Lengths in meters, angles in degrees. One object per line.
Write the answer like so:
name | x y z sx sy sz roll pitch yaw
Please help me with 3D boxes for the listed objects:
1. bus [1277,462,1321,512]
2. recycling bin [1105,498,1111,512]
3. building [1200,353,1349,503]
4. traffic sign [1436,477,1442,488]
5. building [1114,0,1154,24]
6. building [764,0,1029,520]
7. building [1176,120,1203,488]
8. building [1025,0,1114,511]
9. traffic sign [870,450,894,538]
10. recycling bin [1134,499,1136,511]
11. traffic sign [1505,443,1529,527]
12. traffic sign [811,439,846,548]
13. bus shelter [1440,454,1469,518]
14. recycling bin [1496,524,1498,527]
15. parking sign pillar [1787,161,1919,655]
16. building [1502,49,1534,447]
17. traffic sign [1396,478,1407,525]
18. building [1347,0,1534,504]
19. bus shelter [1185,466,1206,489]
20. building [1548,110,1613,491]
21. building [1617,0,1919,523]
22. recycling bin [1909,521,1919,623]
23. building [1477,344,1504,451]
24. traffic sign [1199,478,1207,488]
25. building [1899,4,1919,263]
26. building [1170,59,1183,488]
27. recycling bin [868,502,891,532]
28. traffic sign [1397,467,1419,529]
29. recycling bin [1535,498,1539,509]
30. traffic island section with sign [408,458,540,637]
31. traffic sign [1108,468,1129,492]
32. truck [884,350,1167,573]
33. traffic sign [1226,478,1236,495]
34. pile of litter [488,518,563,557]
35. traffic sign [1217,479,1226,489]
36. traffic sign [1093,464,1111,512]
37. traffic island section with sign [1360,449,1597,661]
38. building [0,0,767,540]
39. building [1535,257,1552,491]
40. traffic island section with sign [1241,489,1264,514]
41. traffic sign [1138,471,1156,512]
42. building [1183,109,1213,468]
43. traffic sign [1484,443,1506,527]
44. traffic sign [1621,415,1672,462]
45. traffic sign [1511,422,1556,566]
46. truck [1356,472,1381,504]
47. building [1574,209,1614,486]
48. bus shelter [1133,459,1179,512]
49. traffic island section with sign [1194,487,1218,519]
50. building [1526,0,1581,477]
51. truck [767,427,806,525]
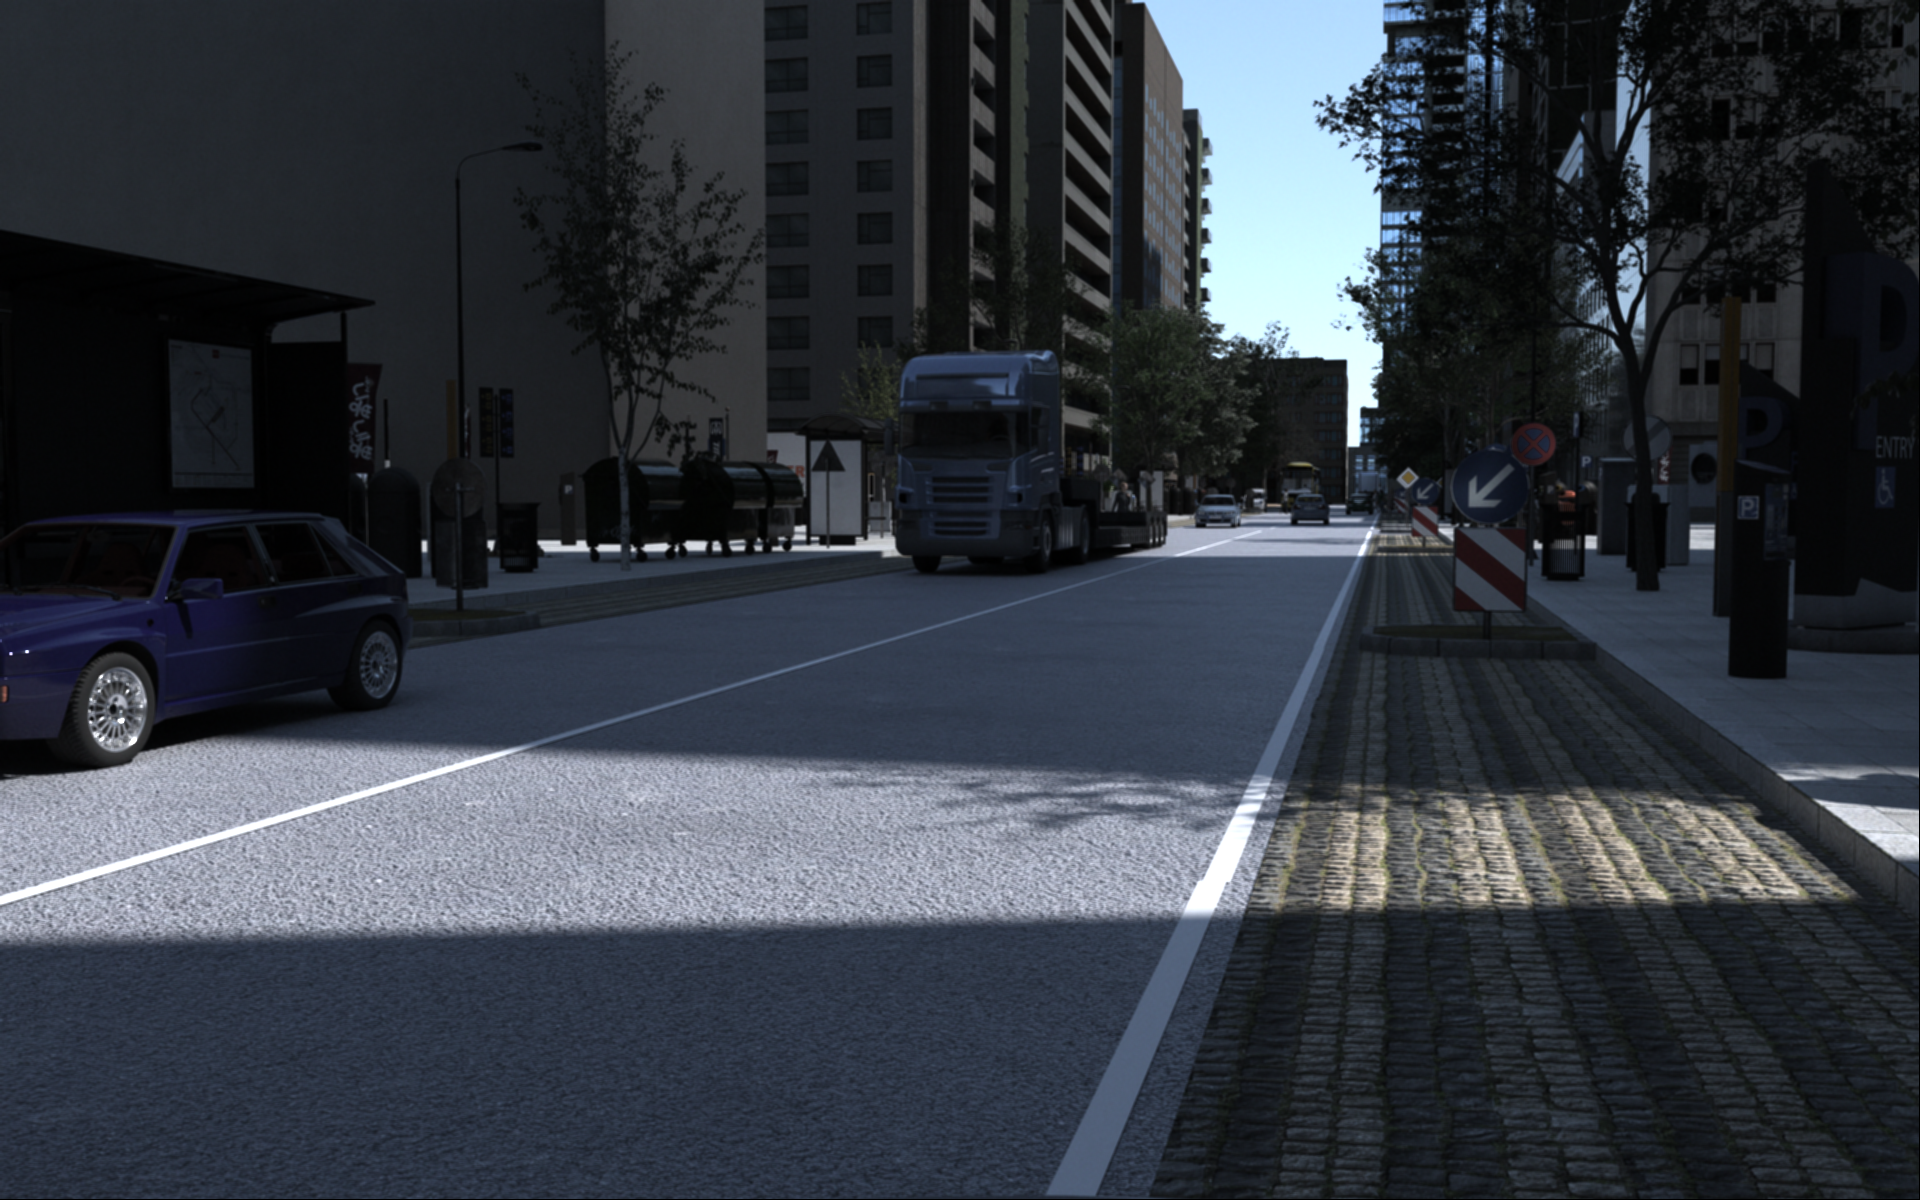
bus | 27.151 -8.950 137.873 2.896 3.916 12.252 1 4 14
recycling bin | 10.338 -6.454 118.074 0.722 1.027 0.722 3 5 44
building | 41.542 -24.931 252.660 28.899 21.520 27.650 1 4 14
traffic sign | 31.974 -6.957 114.937 0.795 2.450 0.064 1 4 18
building | 10.803 -31.066 158.045 14.600 45.320 14.200 1 4 14
building | -4.641 -19.578 91.807 14.160 30.474 14.107 1 4 14
building | 18.162 -30.732 186.067 14.154 41.232 14.086 1 4 14
building | -1.140 -30.673 125.212 21.300 48.544 21.600 1 4 14
traffic sign | -2.264 -3.060 50.139 0.768 2.556 0.104 1 4 23
recycling bin | 10.289 -5.713 105.964 0.722 1.027 0.722 -3 4 -36
traffic sign | 13.066 -2.463 40.381 0.768 2.556 0.104 2 4 23
traffic sign | -3.108 -2.493 40.761 0.884 2.594 0.081 1 4 21
bus shelter | 26.063 -5.887 90.176 2.014 3.302 5.546 1 4 14
recycling bin | 15.925 -2.377 51.416 0.722 1.027 0.722 2 4 35
parking sign pillar | 7.523 -1.588 14.438 1.447 3.967 1.447 -3 4 -37
building | 61.407 -31.837 170.645 14.600 45.320 14.200 1 4 14
traffic sign | 18.483 -4.169 71.810 0.795 2.450 0.064 1 4 14
building | 70.341 -56.713 239.931 31.000 86.520 22.319 1 4 14
bus shelter | 16.989 -8.136 126.952 2.014 3.302 5.546 1 4 14
building | 46.578 -18.192 115.467 12.078 24.808 19.932 1 4 14
building | 41.421 -16.017 79.897 19.932 24.808 12.078 1 4 14
recycling bin | 9.302 -0.255 16.725 0.722 1.027 0.722 -1 4 -18
building | 72.182 -21.165 191.082 27.650 21.520 28.899 1 4 14
traffic sign | 18.972 -8.286 135.577 0.768 2.556 0.104 1 4 14
building | 31.931 -26.580 23.819 28.713 52.752 27.495 1 4 14
building | 14.280 -31.929 172.154 14.600 45.320 14.200 1 4 14
recycling bin | -2.706 -2.798 58.308 0.722 1.027 0.722 0 4 -8
traffic sign | 16.570 -3.695 64.057 0.795 2.450 0.064 1 4 14
recycling bin | 25.950 -3.997 77.900 0.722 1.027 0.722 0 4 3
traffic island section with sign | -5.558 -0.588 18.239 1.989 1.847 2.006 1 4 14
traffic sign | 6.093 -3.854 66.653 0.795 2.450 0.064 1 4 14
truck | 2.148 -2.969 38.310 2.967 4.110 18.799 1 4 14
traffic sign | 21.625 -8.450 138.267 0.768 2.556 0.104 1 4 15
pile of litter | -9.016 -1.308 35.350 1.719 0.858 1.176 1 4 17
traffic sign | 22.412 -9.067 148.352 0.768 2.556 0.104 1 4 22
traffic sign | 6.072 -4.532 74.207 0.768 2.556 0.104 1 4 19
traffic island section with sign | 4.718 -0.447 15.944 1.989 1.847 2.006 1 4 14
building | -19.518 -16.102 56.768 24.014 27.812 14.314 1 4 14
building | 51.100 -18.548 132.940 12.332 23.373 15.834 1 4 14
traffic island section with sign | 21.290 -7.241 127.014 1.989 1.847 2.006 1 4 14
traffic sign | 8.007 -4.328 74.407 0.795 2.450 0.064 1 4 14
building | 14.431 -35.983 207.935 30.456 49.044 23.786 1 4 14
traffic sign | 13.463 -2.659 43.587 0.768 2.556 0.104 1 4 19
traffic sign | 11.019 -1.697 27.857 0.768 2.556 0.104 1 4 16
traffic sign | 10.192 -1.879 30.829 0.768 2.556 0.104 1 4 18
truck | 48.482 -13.204 205.636 2.967 4.110 18.799 1 4 13
building | 41.080 -14.845 97.468 10.420 20.320 16.860 1 4 14
bus shelter | 11.632 -6.654 102.712 2.014 3.302 5.546 1 4 14
traffic island section with sign | 14.599 -5.580 99.861 1.989 1.847 2.006 1 4 14
building | 59.379 -43.641 151.790 20.563 71.187 20.611 1 4 14
truck | -9.937 -5.264 74.972 11.283 4.237 2.839 1 4 16
